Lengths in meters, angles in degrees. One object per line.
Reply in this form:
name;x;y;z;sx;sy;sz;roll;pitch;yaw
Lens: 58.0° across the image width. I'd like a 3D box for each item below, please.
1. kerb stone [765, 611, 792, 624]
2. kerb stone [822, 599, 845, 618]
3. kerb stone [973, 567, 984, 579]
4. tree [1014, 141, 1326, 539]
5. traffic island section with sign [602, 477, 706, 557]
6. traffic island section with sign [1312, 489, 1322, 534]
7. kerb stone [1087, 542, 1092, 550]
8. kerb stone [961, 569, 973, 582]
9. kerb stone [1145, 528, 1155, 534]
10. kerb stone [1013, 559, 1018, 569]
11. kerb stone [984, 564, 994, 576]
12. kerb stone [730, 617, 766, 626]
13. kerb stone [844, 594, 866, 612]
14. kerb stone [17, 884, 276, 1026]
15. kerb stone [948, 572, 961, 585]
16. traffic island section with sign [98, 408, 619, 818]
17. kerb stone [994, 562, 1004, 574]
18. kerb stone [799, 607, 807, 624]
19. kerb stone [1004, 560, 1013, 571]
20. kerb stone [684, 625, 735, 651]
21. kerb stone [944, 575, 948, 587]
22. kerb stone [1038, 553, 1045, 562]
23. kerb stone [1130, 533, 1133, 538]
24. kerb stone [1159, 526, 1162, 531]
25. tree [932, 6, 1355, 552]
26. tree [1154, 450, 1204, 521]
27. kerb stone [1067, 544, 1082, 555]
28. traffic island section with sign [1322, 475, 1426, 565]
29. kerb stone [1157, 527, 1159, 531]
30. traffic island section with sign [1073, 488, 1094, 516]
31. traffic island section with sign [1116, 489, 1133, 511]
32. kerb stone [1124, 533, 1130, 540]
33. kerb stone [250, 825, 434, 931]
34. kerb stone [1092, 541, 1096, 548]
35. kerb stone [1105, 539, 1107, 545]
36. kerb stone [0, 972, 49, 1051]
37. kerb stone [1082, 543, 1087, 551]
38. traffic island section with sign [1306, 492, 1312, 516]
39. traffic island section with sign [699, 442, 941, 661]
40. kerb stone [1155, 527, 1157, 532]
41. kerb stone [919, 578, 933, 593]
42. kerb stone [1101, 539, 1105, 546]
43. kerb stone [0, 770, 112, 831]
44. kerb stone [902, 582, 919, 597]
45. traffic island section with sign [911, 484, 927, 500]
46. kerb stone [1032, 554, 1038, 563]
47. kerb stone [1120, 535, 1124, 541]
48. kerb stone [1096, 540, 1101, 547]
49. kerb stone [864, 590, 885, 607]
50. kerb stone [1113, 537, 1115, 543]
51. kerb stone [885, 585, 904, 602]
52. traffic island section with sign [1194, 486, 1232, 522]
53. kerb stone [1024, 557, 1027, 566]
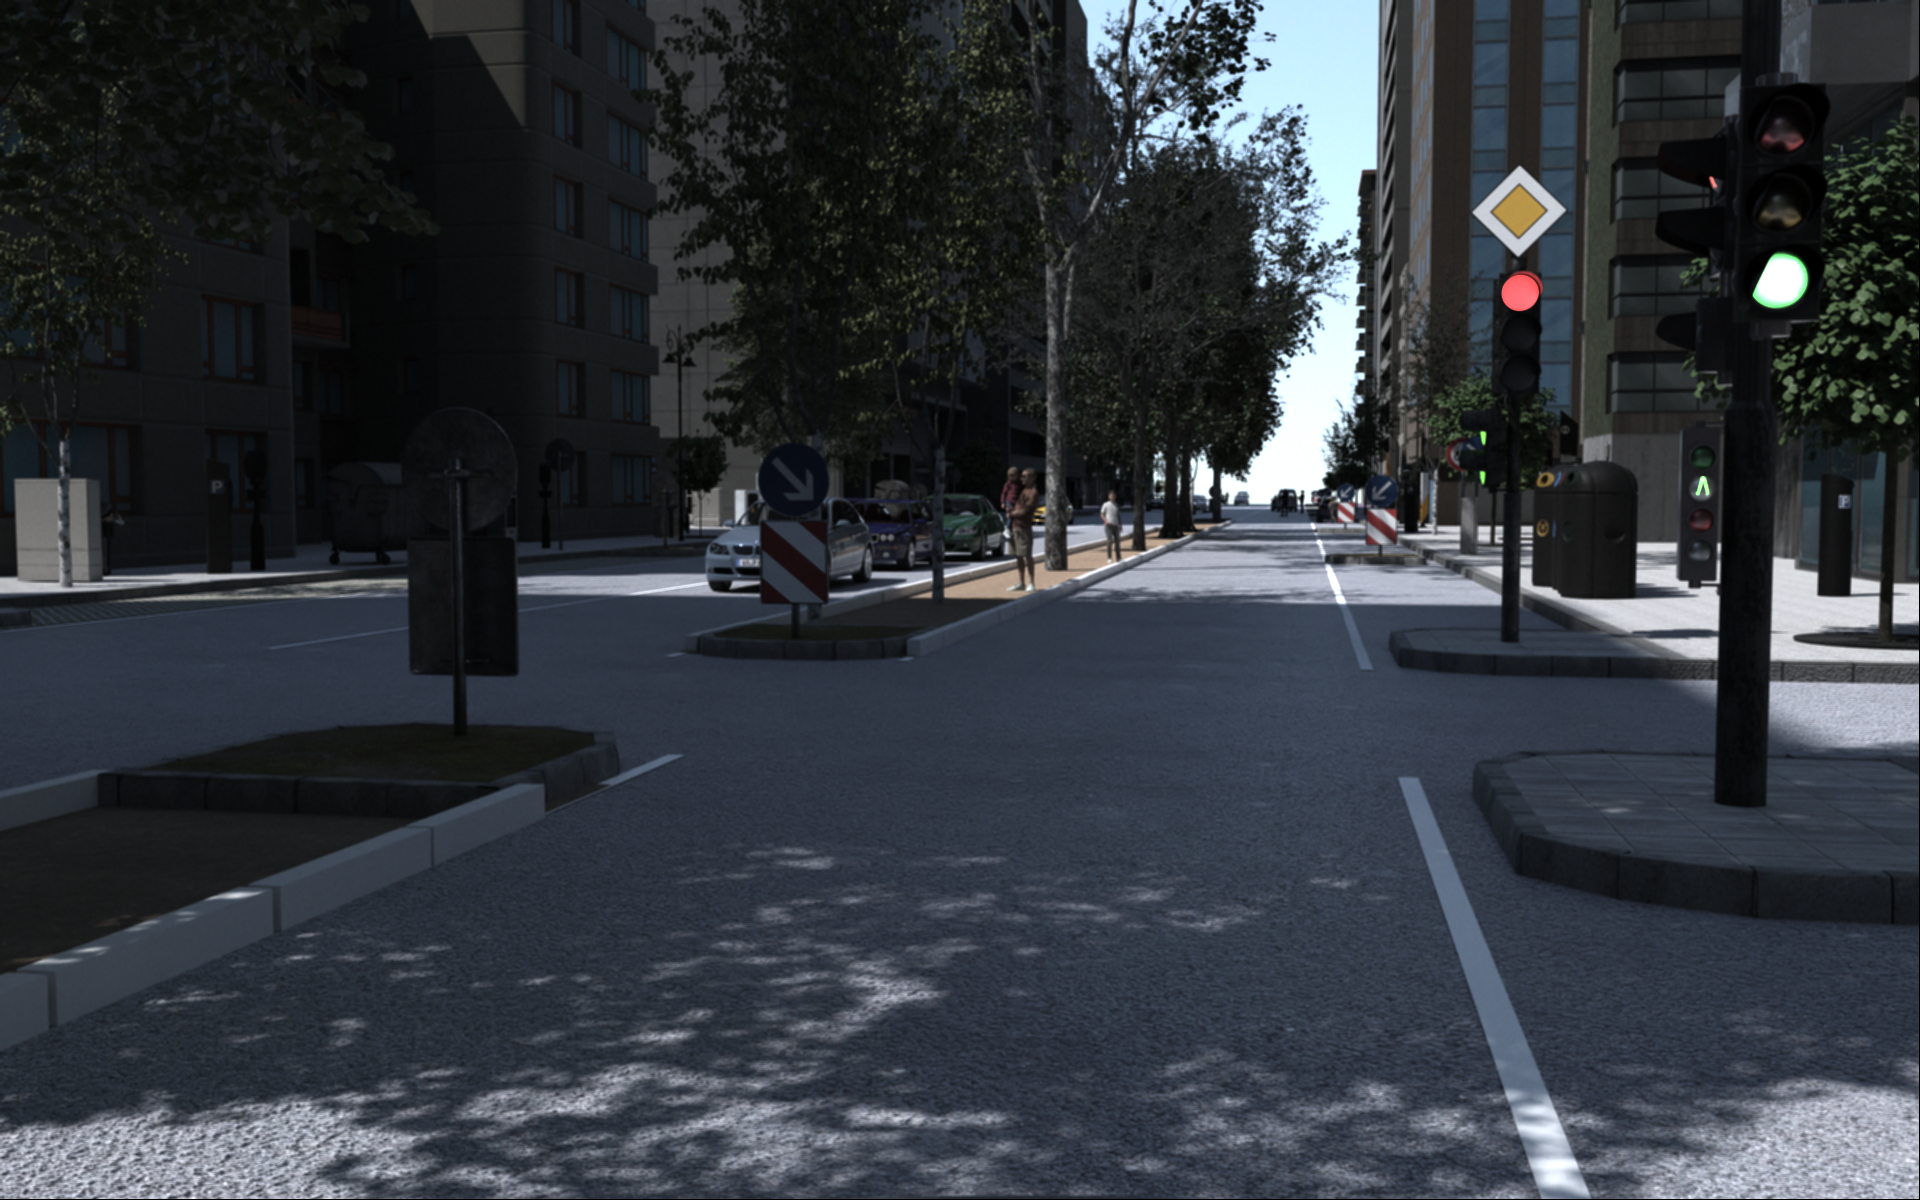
kerb stone;-1.961;0.245;18.217;0.120;0.150;1.000;1;4;11
kerb stone;-1.557;0.125;20.224;0.120;0.150;1.000;1;4;11
kerb stone;0.220;-0.433;29.269;0.120;0.150;1.000;1;4;11
tree;6.806;-8.321;55.508;9.611;12.733;9.660;0;3;0
traffic island section with sign;-6.975;-1.923;40.062;1.989;1.847;2.006;1;4;11
traffic island section with sign;13.980;-3.345;63.324;1.989;1.847;2.006;1;4;11
kerb stone;3.192;-1.355;44.350;0.120;0.150;1.000;1;4;11
kerb stone;0.015;-0.371;28.267;0.120;0.150;1.000;1;4;11
kerb stone;6.949;-2.523;63.442;0.120;0.150;1.000;1;4;11
kerb stone;1.009;-0.678;33.292;0.120;0.150;1.000;1;4;11
kerb stone;0.412;-0.494;30.274;0.120;0.150;1.000;1;4;11
kerb stone;-2.161;0.305;17.215;0.120;0.150;1.000;1;4;11
kerb stone;-1.371;0.065;21.229;0.120;0.150;1.000;1;4;11
kerb stone;-2.391;1.042;5.158;0.120;0.150;1.000;1;4;11
kerb stone;-0.183;-0.308;27.265;0.120;0.150;1.000;1;4;11
traffic island section with sign;-2.781;-0.030;8.635;2.006;1.907;1.989;1;4;11
kerb stone;0.613;-0.555;31.276;0.120;0.150;1.000;1;4;11
kerb stone;-1.763;0.182;19.222;0.120;0.150;1.000;1;4;11
kerb stone;0.807;-0.616;32.281;0.120;0.150;1.000;1;4;11
kerb stone;-2.351;0.368;16.211;0.120;0.150;1.000;1;4;11
kerb stone;-0.372;-0.248;26.250;0.120;0.150;1.000;1;4;11
kerb stone;1.605;-0.861;36.311;0.120;0.150;1.000;1;4;11
kerb stone;5.368;-2.031;55.398;0.120;0.150;1.000;1;4;11
kerb stone;7.538;-2.707;66.451;0.120;0.150;1.000;1;4;11
tree;4.468;-7.965;43.062;12.009;13.543;11.850;0;3;0
tree;10.052;-7.481;75.135;4.737;8.622;4.395;0;3;0
kerb stone;2.793;-1.232;42.344;0.120;0.150;1.000;1;4;11
traffic island section with sign;8.605;-1.673;35.978;1.989;1.847;2.006;1;4;11
kerb stone;7.341;-2.645;65.448;0.120;0.150;1.000;1;4;11
traffic island section with sign;7.920;-6.552;115.755;1.989;1.847;2.006;1;4;11
traffic island section with sign;13.199;-8.189;142.525;1.989;1.847;2.006;1;4;11
kerb stone;5.166;-1.969;54.395;0.120;0.150;1.000;1;4;11
kerb stone;-2.186;0.981;6.172;0.120;0.150;1.000;1;4;11
kerb stone;3.389;-1.414;45.353;0.120;0.150;1.000;1;4;11
kerb stone;3.977;-1.601;48.364;0.120;0.150;1.000;1;4;11
kerb stone;-2.590;1.104;4.146;0.120;0.150;1.000;1;4;11
kerb stone;2.992;-1.294;43.348;0.120;0.150;1.000;1;4;11
traffic island section with sign;23.762;-6.381;112.956;1.989;1.847;2.006;1;4;11
traffic island section with sign;-1.341;-0.475;15.901;2.006;1.907;1.989;1;4;11
kerb stone;7.147;-2.584;64.444;0.120;0.150;1.000;1;4;11
kerb stone;-0.578;-0.186;25.249;0.120;0.150;1.000;1;4;11
kerb stone;3.785;-1.535;47.360;0.120;0.150;1.000;1;4;11
kerb stone;-4.063;0.895;7.565;0.120;0.150;1.000;1;4;11
kerb stone;-0.771;-0.125;24.246;0.120;0.150;1.000;1;4;11
traffic island section with sign;-1.645;-3.578;67.126;1.989;1.847;2.006;1;4;11
kerb stone;1.403;-0.799;35.301;0.120;0.150;1.000;1;4;11
kerb stone;4.770;-1.846;52.375;0.120;0.150;1.000;1;4;11
kerb stone;3.582;-1.478;46.358;0.120;0.150;1.000;1;4;11
kerb stone;-1.172;-0.002;22.231;0.120;0.150;1.000;1;4;11
kerb stone;4.373;-1.723;50.369;0.120;0.150;1.000;1;4;11
kerb stone;-0.961;-0.064;23.235;0.120;0.150;1.000;1;4;11
traffic island section with sign;13.168;-4.984;89.631;2.006;1.907;1.989;1;4;11
kerb stone;1.211;-0.740;34.294;0.120;0.150;1.000;1;4;11
